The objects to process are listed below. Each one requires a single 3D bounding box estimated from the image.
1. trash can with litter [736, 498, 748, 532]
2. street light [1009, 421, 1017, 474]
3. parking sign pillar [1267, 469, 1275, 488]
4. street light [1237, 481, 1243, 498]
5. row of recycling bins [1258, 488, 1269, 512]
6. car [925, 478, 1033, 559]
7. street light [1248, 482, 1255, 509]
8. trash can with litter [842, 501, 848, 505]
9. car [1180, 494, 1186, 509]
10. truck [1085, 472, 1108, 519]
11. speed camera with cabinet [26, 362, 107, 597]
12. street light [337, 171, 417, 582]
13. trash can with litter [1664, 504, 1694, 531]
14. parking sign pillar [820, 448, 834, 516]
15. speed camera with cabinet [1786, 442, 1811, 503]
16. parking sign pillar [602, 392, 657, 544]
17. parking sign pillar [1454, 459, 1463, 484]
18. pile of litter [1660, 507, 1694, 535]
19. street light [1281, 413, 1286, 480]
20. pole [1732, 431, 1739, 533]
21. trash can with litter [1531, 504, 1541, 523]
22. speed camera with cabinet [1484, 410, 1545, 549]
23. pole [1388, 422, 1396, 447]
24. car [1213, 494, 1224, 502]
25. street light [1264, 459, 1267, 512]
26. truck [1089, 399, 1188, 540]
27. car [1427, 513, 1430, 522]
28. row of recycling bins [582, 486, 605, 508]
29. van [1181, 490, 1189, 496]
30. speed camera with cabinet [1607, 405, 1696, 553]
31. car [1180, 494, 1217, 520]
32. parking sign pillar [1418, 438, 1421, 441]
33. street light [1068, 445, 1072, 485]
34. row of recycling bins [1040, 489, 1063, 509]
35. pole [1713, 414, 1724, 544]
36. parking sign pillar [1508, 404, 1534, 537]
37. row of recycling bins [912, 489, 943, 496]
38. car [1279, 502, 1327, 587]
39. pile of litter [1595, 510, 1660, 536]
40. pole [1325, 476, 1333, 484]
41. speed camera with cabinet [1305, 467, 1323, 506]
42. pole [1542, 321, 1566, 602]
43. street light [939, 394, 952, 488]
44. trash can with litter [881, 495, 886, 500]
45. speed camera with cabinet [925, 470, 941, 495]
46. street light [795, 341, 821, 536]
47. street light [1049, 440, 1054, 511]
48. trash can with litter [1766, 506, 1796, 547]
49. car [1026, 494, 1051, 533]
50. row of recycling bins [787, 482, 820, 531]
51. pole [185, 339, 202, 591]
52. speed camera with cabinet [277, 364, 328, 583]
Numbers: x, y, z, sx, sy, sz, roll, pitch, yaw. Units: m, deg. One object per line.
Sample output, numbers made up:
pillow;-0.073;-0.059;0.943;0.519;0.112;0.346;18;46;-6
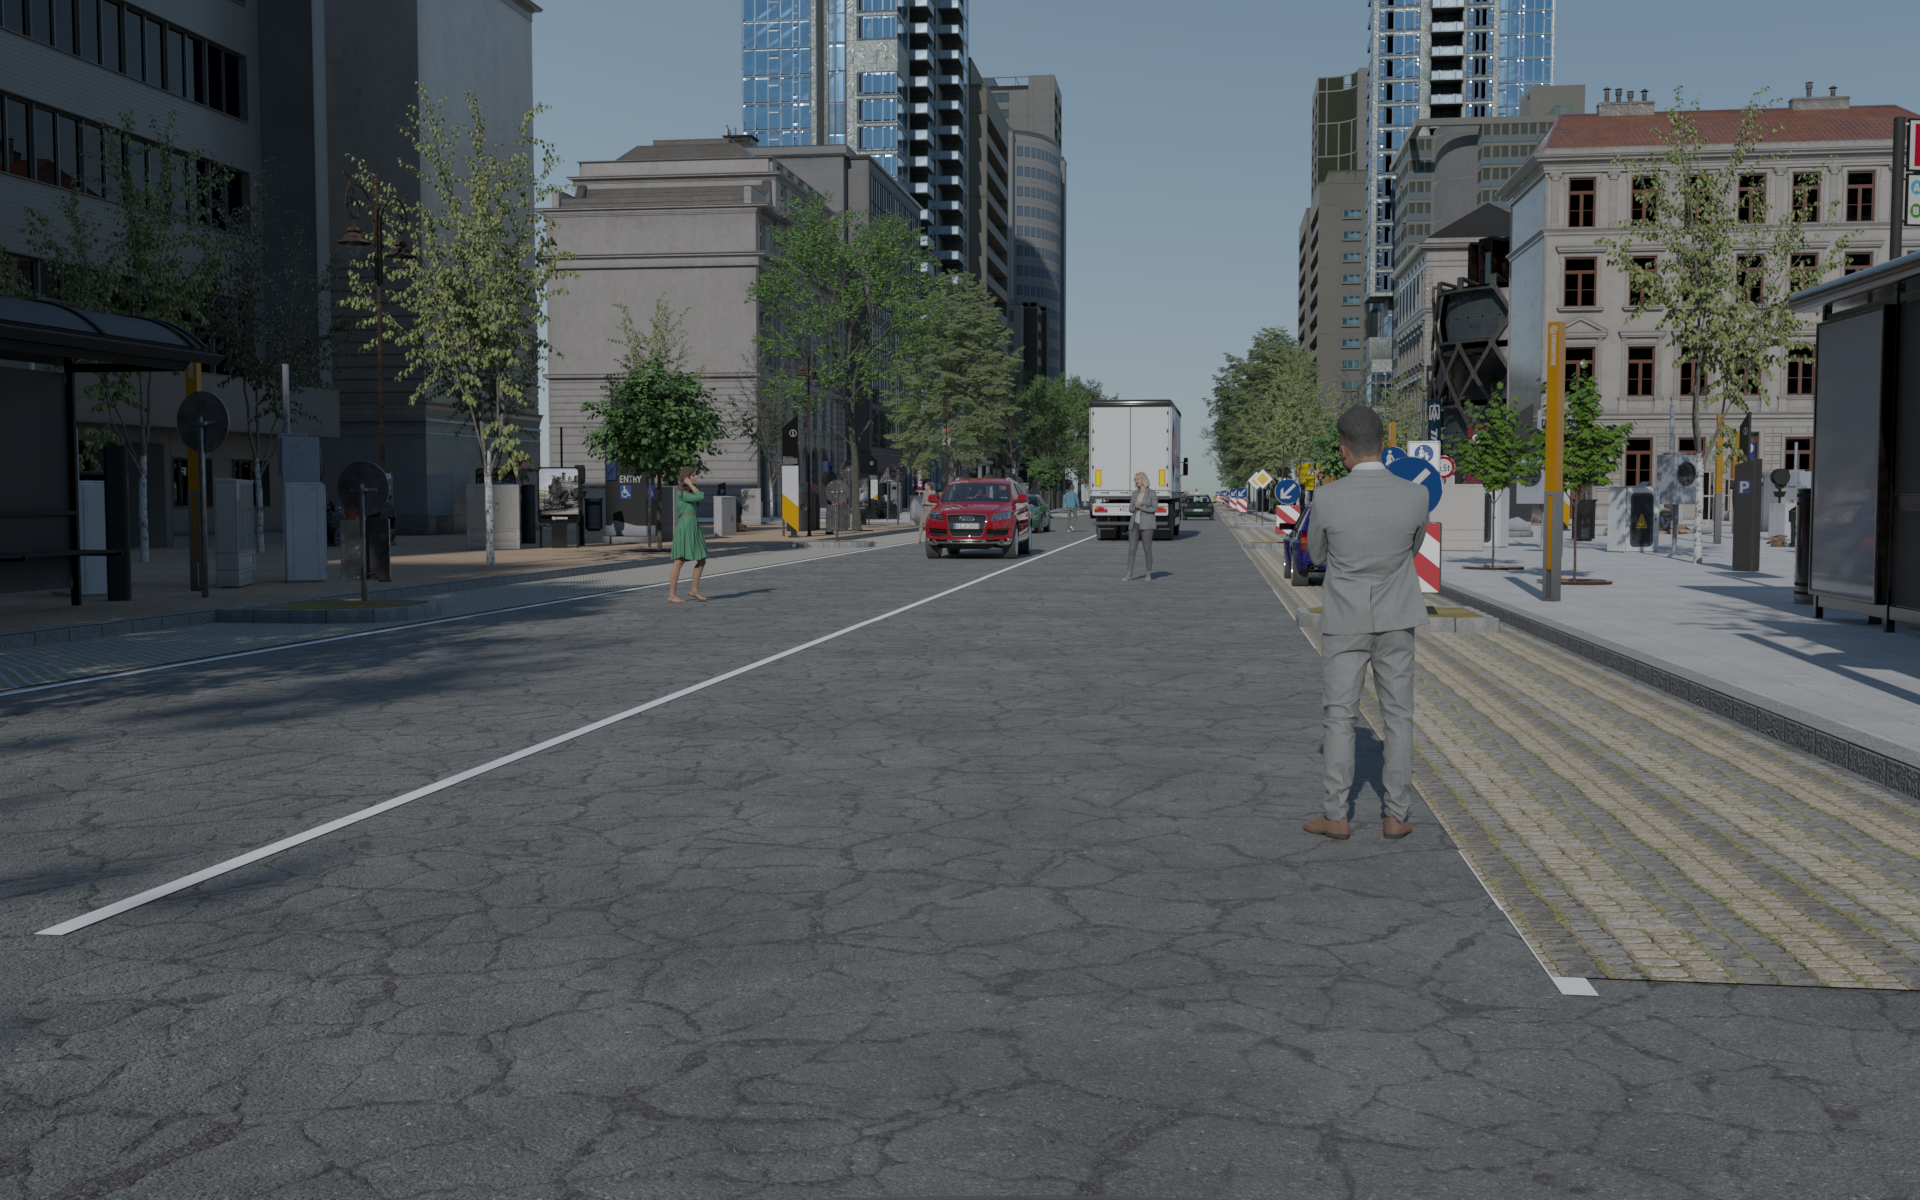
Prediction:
trash can with litter;-7.518;-2.902;58.828;0.624;1.170;1.055;-2;4;-33
street light;3.235;-8.250;107.682;0.468;5.910;1.993;0;4;8
parking sign pillar;27.066;-9.937;150.939;1.447;3.967;1.447;1;4;8
street light;36.480;-15.566;227.293;0.468;5.910;1.993;0;4;8
row of recycling bins;22.355;-7.340;127.116;1.069;1.692;3.534;0;4;7
car;0.491;-1.914;39.967;2.281;1.827;5.304;0;4;8
street light;25.727;-10.930;151.492;0.468;5.910;1.993;0;4;8
trash can with litter;-6.983;-5.410;99.843;1.055;1.170;0.624;3;4;37
car;18.119;-8.131;144.747;2.131;1.459;4.920;1;4;9
truck;9.189;-7.065;104.420;2.839;4.237;11.283;0;4;7
speed camera with cabinet;-11.456;-1.706;22.233;2.038;3.252;0.660;3;5;44
street light;-8.423;-3.205;25.193;0.468;5.910;1.993;0;4;8
trash can with litter;25.422;-3.046;60.867;2.233;1.210;1.678;0;4;-7
parking sign pillar;-7.826;-6.956;102.198;1.447;3.967;1.447;1;4;17
speed camera with cabinet;32.398;-4.370;65.793;0.660;3.252;2.038;-1;4;-18
parking sign pillar;-8.632;-3.474;45.275;1.447;3.967;1.447;2;4;26
parking sign pillar;25.479;-6.084;87.952;1.447;3.967;1.447;-3;5;-40
pile of litter;22.753;-2.532;55.371;1.719;0.858;1.176;0;4;-6
street light;18.179;-7.620;97.377;0.468;5.910;1.993;0;4;8
pole;25.230;-3.818;56.269;0.158;3.312;0.155;0;3;0
trash can with litter;25.498;-3.943;75.856;1.055;1.170;0.624;-1;4;-15
speed camera with cabinet;12.989;-2.863;41.143;2.038;3.252;0.660;3;5;41
pole;12.214;-3.375;49.023;0.158;3.312;0.155;0;3;0
car;40.035;-15.758;267.867;2.015;1.641;3.980;0;4;8
street light;21.930;-9.258;124.150;0.468;5.910;1.993;0;4;8
truck;5.936;-4.160;56.926;2.839;4.237;11.283;1;4;9
car;20.086;-3.711;72.682;4.499;1.417;2.014;1;4;9
row of recycling bins;-30.260;-8.159;140.518;1.069;1.692;3.534;2;4;24
van;22.691;-10.394;176.957;2.013;2.044;4.112;1;4;10
speed camera with cabinet;15.302;-2.684;38.227;2.038;3.252;0.660;-1;4;-22
car;13.152;-5.248;95.585;2.009;1.686;4.222;1;4;9
parking sign pillar;22.227;-5.799;83.283;1.447;3.967;1.447;1;4;17
street light;9.970;-11.188;155.716;0.468;5.910;1.993;0;4;8
row of recycling bins;7.820;-8.820;151.317;1.069;1.692;3.534;-2;4;-30
pole;19.479;-3.096;44.458;0.158;3.312;0.155;0;3;0
parking sign pillar;16.467;-3.879;51.902;1.447;3.967;1.447;1;4;21
row of recycling bins;-2.255;-8.339;143.463;3.534;1.692;1.069;1;4;15
car;6.147;-0.938;27.910;1.945;1.354;3.894;0;4;8
pile of litter;20.361;-2.409;53.349;1.176;0.858;1.719;-3;5;-42
pole;16.397;-5.104;77.291;0.158;3.312;0.155;0;3;0
speed camera with cabinet;19.297;-6.197;95.659;2.038;3.252;0.660;1;4;21
pole;7.072;-1.637;20.614;0.158;3.312;0.155;0;3;0
street light;-0.637;-6.565;80.119;0.468;5.910;1.993;0;4;8
trash can with litter;-7.758;-8.384;148.143;2.233;1.210;1.678;-3;4;-37
speed camera with cabinet;-2.046;-8.937;140.457;0.660;3.252;2.038;2;4;32
street light;-4.588;-4.879;52.563;0.468;5.910;1.993;0;4;8
street light;7.042;-9.887;134.447;0.468;5.910;1.993;0;4;8
trash can with litter;20.009;-1.856;41.732;1.055;1.170;0.624;3;5;41
car;2.316;-3.245;64.858;2.131;1.459;4.920;1;4;9
row of recycling bins;-5.563;-3.305;61.145;1.069;1.692;3.534;0;4;2
pole;-10.077;-1.773;22.831;0.158;3.312;0.155;0;3;0
speed camera with cabinet;-9.829;-1.929;25.882;0.660;3.252;2.038;-1;4;-22
